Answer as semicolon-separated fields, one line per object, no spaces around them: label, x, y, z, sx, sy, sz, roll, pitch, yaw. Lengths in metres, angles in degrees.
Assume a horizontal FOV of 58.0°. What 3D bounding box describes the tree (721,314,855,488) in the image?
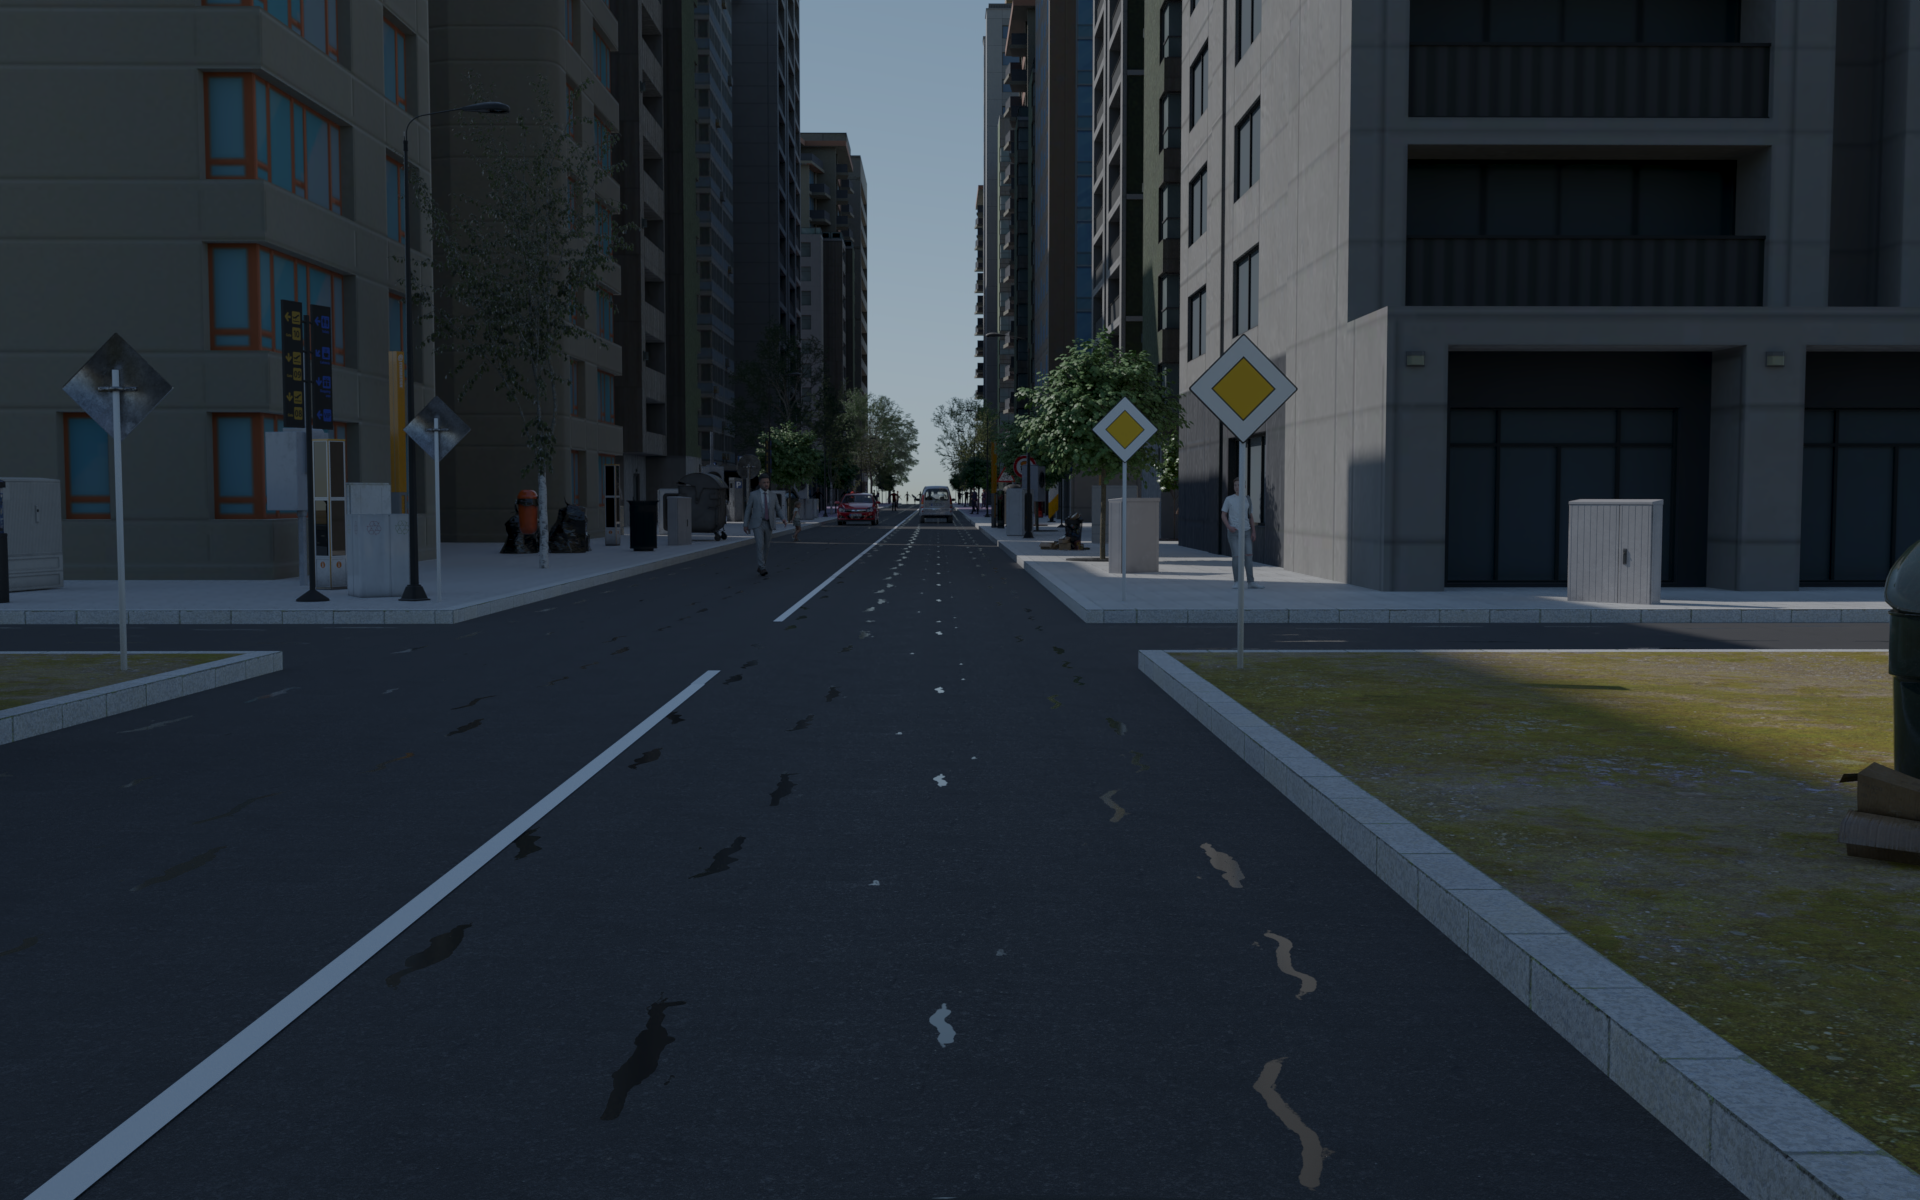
tree;-8.998;-9.551;90.575;7.601;10.594;8.767;0;4;-4

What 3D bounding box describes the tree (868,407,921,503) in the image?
tree;-10.500;-21.297;254.858;9.857;13.997;8.962;0;3;0

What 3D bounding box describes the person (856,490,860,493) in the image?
person;-12.422;-12.475;210.462;0.683;1.767;0.568;2;4;27

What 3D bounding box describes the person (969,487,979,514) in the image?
person;0.897;-6.320;110.300;0.530;1.710;0.541;-2;4;-28

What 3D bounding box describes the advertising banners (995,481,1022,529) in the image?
advertising banners;1.914;-4.135;63.798;0.090;3.025;2.074;-2;4;-33

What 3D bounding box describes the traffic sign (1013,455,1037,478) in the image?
traffic sign;2.123;-3.456;56.606;0.768;2.556;0.104;0;4;5

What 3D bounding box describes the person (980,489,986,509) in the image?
person;2.060;-8.872;152.021;0.530;1.710;0.541;-3;5;-40

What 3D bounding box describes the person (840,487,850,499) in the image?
person;-8.462;-7.588;129.737;1.348;1.869;0.705;-3;5;-41

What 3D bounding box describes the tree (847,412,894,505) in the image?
tree;-8.446;-12.563;155.775;4.360;8.622;3.978;0;3;0

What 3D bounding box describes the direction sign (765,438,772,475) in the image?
direction sign;-7.726;-4.764;69.891;0.379;3.537;0.876;1;4;9

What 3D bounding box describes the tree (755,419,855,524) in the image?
tree;-7.512;-5.634;75.827;4.285;4.588;4.351;0;3;0

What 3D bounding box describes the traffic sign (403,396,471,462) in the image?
traffic sign;-6.213;-1.124;20.565;0.795;2.593;0.064;0;4;-1

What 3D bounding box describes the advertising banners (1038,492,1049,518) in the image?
advertising banners;4.299;-5.961;93.646;2.074;3.025;0.090;1;4;20

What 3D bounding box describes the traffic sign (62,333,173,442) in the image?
traffic sign;-6.110;-0.636;12.581;0.795;2.593;0.064;0;4;-1

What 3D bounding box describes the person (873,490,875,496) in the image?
person;-10.630;-12.814;215.515;0.705;1.831;1.348;0;4;-2

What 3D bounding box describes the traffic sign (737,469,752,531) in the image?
traffic sign;-7.324;-3.650;59.786;0.768;2.556;0.104;0;4;1

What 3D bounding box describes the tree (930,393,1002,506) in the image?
tree;0.980;-15.495;179.097;9.928;11.665;9.643;0;3;0

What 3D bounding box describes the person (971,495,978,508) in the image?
person;1.527;-9.254;160.562;0.991;1.433;0.599;-1;4;-12

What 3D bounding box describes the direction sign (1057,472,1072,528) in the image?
direction sign;3.890;-4.537;66.170;0.876;3.537;0.379;0;4;-6

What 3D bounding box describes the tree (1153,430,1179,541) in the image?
tree;5.825;-3.239;47.558;1.663;3.219;1.824;0;3;0

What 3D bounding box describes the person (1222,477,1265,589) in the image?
person;3.826;-0.906;23.456;0.503;1.515;0.523;-3;5;-40

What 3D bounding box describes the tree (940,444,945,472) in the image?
tree;1.102;-14.478;187.071;4.737;8.622;4.395;0;3;0

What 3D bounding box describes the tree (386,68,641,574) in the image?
tree;-7.387;-4.843;29.539;4.360;8.622;3.978;0;3;0

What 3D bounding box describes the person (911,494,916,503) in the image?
person;-6.345;-13.883;238.712;0.697;1.427;0.421;0;4;5

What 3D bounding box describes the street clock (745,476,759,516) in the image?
street clock;-7.611;-3.609;63.582;0.471;2.002;0.358;-2;4;-34

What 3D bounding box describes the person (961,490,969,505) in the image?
person;0.816;-12.367;207.878;1.348;1.869;0.705;0;4;1

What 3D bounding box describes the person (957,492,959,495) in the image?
person;-0.160;-14.237;238.833;0.705;1.823;1.348;-1;4;-12

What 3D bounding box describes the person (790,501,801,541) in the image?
person;-5.030;-2.399;52.742;0.382;1.210;0.505;-1;4;-17

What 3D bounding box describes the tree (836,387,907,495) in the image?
tree;-8.714;-14.845;168.467;9.928;11.665;9.643;0;3;0

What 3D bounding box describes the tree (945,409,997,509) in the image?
tree;1.560;-12.195;149.749;4.737;8.622;4.395;0;3;0

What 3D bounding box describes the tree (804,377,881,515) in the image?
tree;-7.732;-9.592;107.191;4.737;8.622;4.395;0;3;0

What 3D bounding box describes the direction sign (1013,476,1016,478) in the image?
direction sign;2.851;-5.558;82.874;0.876;3.537;0.379;0;4;4

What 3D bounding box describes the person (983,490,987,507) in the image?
person;2.414;-10.073;171.453;0.721;1.743;1.217;-3;5;-40

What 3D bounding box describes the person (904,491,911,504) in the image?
person;-7.423;-14.451;244.769;1.348;1.824;0.705;-3;5;-45

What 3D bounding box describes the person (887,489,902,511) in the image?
person;-5.549;-8.416;146.042;1.348;1.831;0.705;-1;4;-19

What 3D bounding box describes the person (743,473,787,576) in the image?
person;-3.453;-1.327;30.463;0.678;1.792;0.850;-2;4;-26

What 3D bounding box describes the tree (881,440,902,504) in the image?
tree;-9.725;-16.477;219.754;4.737;8.622;4.395;0;3;0

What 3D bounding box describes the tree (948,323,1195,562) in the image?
tree;2.817;-3.033;33.307;4.285;4.588;4.351;0;3;0

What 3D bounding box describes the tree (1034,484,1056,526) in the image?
tree;2.996;-4.584;69.550;1.663;3.219;1.824;0;3;0

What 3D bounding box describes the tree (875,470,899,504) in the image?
tree;-9.894;-15.301;233.881;4.285;4.588;4.351;0;3;0

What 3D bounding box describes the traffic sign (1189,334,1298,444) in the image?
traffic sign;2.083;-0.641;12.665;0.795;2.593;0.064;0;4;-1

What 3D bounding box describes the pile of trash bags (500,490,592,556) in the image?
pile of trash bags;-9.061;-1.698;37.508;1.912;1.369;3.447;0;4;-4

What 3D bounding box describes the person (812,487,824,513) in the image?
person;-9.777;-6.854;118.631;1.217;1.766;0.721;2;4;27

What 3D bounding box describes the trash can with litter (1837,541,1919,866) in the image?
trash can with litter;3.608;0.315;6.232;0.624;1.170;1.055;3;5;44

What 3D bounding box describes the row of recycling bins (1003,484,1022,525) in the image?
row of recycling bins;2.427;-4.119;74.462;1.069;1.692;3.534;1;4;11

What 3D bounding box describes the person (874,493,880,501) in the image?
person;-9.638;-11.727;201.008;0.697;1.427;0.421;-2;4;-27

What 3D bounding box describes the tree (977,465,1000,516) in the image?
tree;1.976;-6.843;106.477;1.663;3.219;1.824;0;3;0

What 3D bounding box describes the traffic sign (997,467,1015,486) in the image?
traffic sign;2.057;-4.731;77.350;0.884;2.594;0.081;1;4;8

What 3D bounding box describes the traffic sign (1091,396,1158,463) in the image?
traffic sign;1.981;-1.129;20.650;0.795;2.593;0.064;0;4;-1

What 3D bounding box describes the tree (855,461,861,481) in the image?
tree;-8.292;-8.073;115.699;4.285;4.588;4.351;0;3;0

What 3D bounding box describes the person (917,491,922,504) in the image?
person;-5.388;-13.963;236.814;1.348;1.822;0.705;1;4;15

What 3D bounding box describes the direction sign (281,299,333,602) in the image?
direction sign;-7.753;-1.752;20.641;0.379;3.537;0.876;1;4;17

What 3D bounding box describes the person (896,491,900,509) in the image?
person;-5.987;-9.851;170.090;0.750;1.759;0.617;2;4;25

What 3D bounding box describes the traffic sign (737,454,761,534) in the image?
traffic sign;-6.763;-3.391;55.542;0.768;2.556;0.104;0;4;2

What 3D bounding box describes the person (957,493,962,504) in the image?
person;0.094;-13.548;228.082;0.617;1.759;0.750;3;5;42

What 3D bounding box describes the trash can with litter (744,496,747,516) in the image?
trash can with litter;-11.122;-4.704;88.296;0.624;1.170;1.055;3;5;42

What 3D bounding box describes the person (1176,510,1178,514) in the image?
person;6.009;-2.378;45.517;0.593;1.750;0.643;2;4;27

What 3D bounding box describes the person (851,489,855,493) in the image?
person;-10.604;-10.175;172.349;1.348;1.831;0.705;3;5;42
